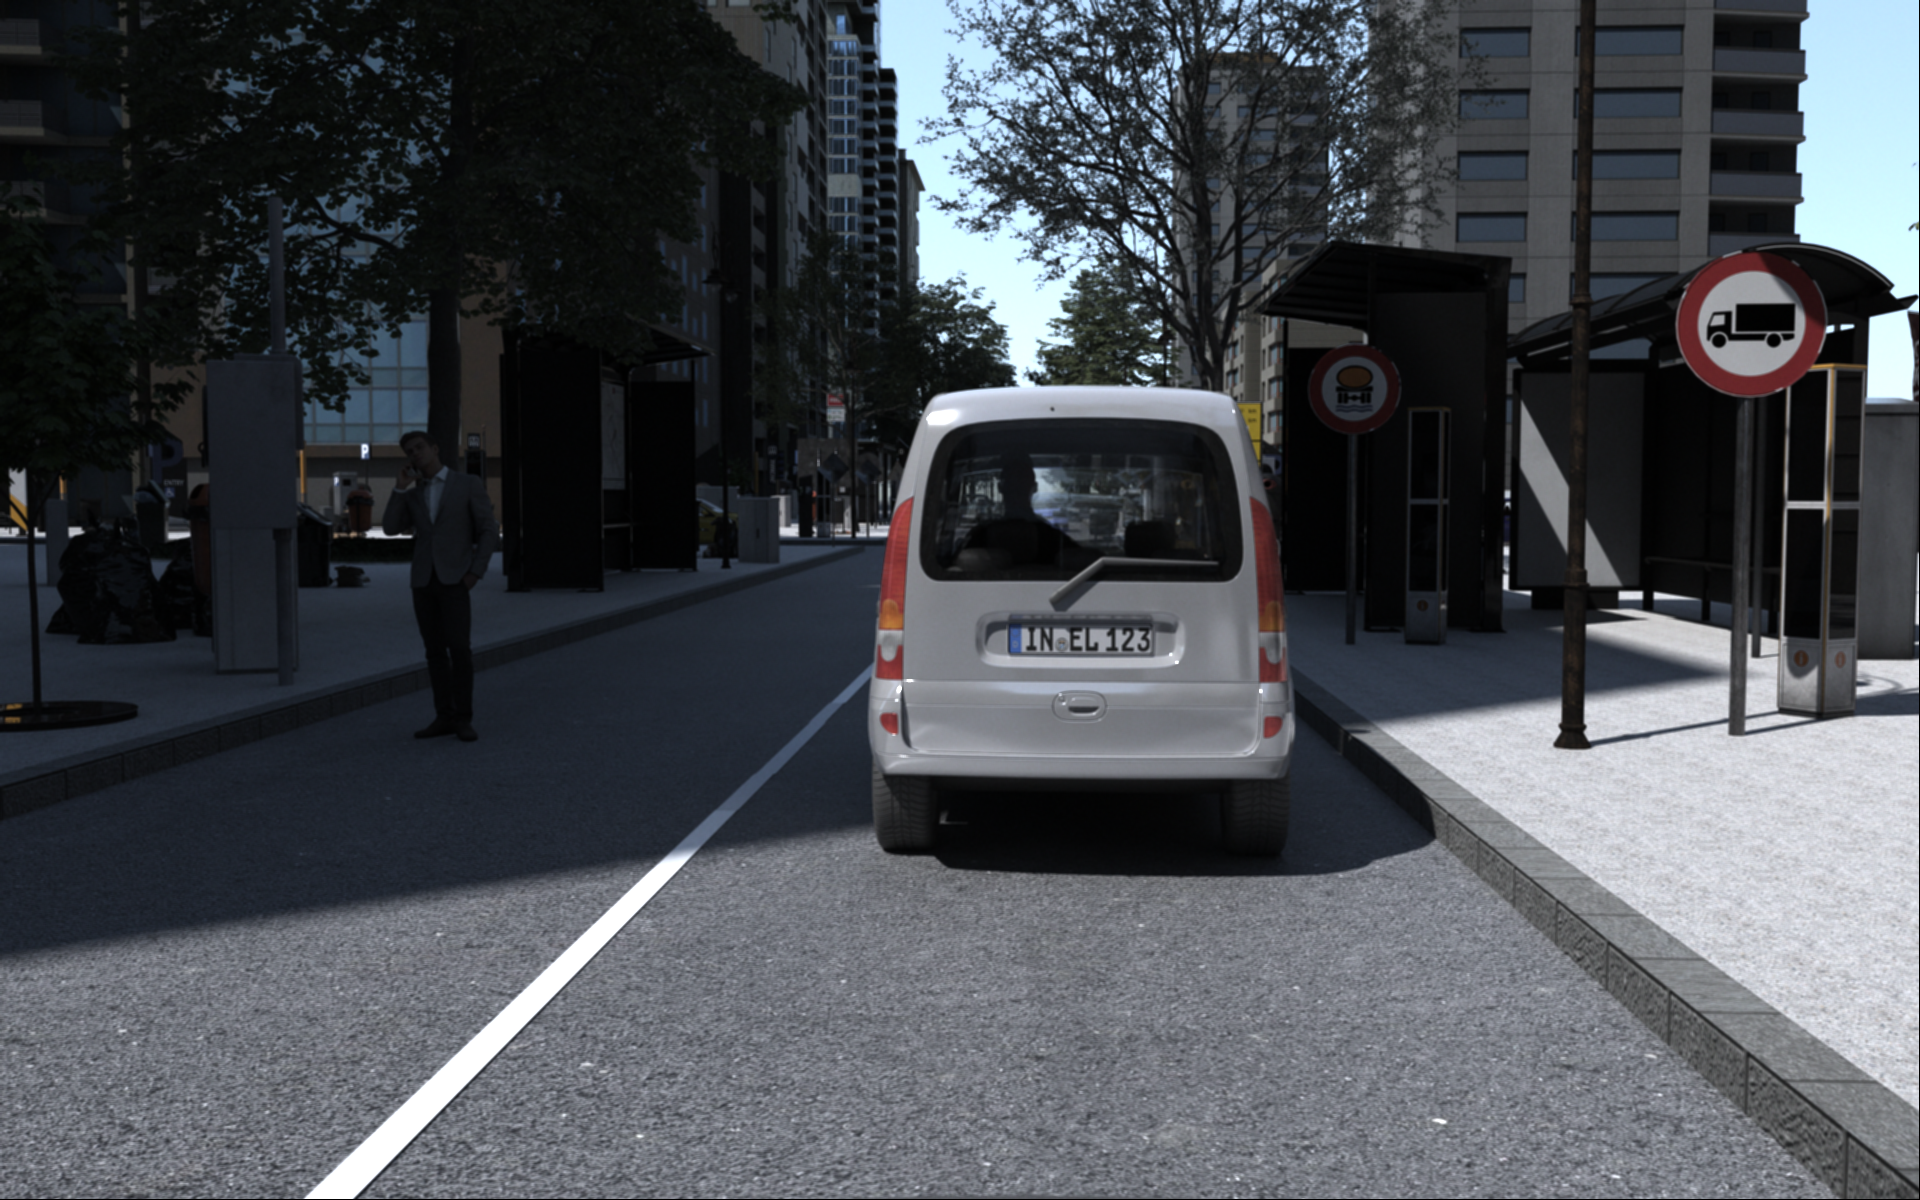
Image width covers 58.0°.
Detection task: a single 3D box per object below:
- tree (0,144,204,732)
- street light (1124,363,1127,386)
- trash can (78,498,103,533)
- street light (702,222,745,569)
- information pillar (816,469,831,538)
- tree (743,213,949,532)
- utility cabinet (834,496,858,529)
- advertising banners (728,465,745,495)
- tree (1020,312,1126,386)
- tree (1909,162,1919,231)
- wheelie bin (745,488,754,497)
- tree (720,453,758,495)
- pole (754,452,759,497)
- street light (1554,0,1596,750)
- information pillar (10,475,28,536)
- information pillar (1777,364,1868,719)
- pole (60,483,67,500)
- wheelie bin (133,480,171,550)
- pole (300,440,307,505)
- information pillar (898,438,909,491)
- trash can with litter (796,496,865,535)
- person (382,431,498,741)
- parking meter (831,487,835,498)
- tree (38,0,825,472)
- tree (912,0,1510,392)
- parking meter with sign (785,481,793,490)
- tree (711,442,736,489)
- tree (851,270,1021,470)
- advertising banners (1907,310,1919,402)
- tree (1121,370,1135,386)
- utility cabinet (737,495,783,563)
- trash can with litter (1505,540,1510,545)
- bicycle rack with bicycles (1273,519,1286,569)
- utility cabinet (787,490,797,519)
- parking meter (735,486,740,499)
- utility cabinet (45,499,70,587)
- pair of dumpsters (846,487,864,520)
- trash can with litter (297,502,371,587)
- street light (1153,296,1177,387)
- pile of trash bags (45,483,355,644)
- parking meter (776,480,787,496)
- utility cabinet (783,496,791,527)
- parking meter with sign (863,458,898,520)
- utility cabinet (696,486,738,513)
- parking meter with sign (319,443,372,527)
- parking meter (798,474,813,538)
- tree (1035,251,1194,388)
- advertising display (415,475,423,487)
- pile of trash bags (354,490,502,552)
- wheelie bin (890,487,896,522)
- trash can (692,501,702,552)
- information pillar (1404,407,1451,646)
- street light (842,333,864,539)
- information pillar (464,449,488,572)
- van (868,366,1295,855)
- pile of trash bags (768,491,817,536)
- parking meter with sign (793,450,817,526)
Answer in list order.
[{"bbox_3d":[-5.151,-0.919,9.621,1.663,3.219,1.824,0,3,0],"label":"tree"},{"bbox_3d":[5.815,-5.399,61.055,0.468,5.910,1.993,0,4,3],"label":"street light"},{"bbox_3d":[-28.933,-2.816,57.691,0.748,1.137,0.748,0,3,0],"label":"trash can"},{"bbox_3d":[-4.041,-3.483,29.738,0.468,5.910,1.993,0,4,3],"label":"street light"},{"bbox_3d":[-3.985,-2.821,50.620,0.304,2.012,0.304,2,4,33],"label":"information pillar"},{"bbox_3d":[-3.868,-7.572,58.210,7.601,10.594,8.767,0,4,1],"label":"tree"},{"bbox_3d":[-4.202,-3.217,63.757,1.020,1.237,0.306,3,5,42],"label":"utility cabinet"},{"bbox_3d":[-13.094,-6.571,103.616,2.074,3.025,0.090,1,4,8],"label":"advertising banners"},{"bbox_3d":[12.048,-19.657,177.288,12.611,20.169,13.585,0,3,0],"label":"tree"},{"bbox_3d":[13.525,-4.258,19.989,4.737,8.622,4.395,0,3,0],"label":"tree"},{"bbox_3d":[-11.547,-5.372,95.737,0.693,1.594,0.980,-1,4,-16],"label":"wheelie bin"},{"bbox_3d":[-10.565,-5.351,82.087,1.663,3.219,1.824,0,3,0],"label":"tree"},{"bbox_3d":[-9.803,-5.473,83.324,0.158,3.312,0.155,0,3,0],"label":"pole"},{"bbox_3d":[3.104,-2.191,8.603,0.468,5.910,1.993,0,4,3],"label":"street light"},{"bbox_3d":[-28.484,-3.733,52.382,0.504,3.616,0.183,0,4,1],"label":"information pillar"},{"bbox_3d":[4.964,-0.336,9.984,0.304,2.012,0.304,-2,4,-28],"label":"information pillar"},{"bbox_3d":[-31.311,-4.075,60.472,0.158,3.312,0.155,0,3,0],"label":"pole"},{"bbox_3d":[-18.166,-1.897,38.932,0.693,1.594,0.980,-1,4,-15],"label":"wheelie bin"},{"bbox_3d":[-24.937,-4.402,65.821,0.158,3.312,0.155,0,3,0],"label":"pole"},{"bbox_3d":[-2.368,-4.972,72.641,0.504,3.616,0.183,1,4,21],"label":"information pillar"},{"bbox_3d":[-4.205,-2.717,55.476,2.233,1.210,1.678,2,4,30],"label":"trash can with litter"},{"bbox_3d":[-3.048,-0.092,10.183,0.592,1.802,0.473,2,4,25],"label":"person"},{"bbox_3d":[-5.585,-4.262,75.397,0.255,1.863,0.399,-2,4,-24],"label":"parking meter"},{"bbox_3d":[-4.831,-6.074,17.437,7.486,12.596,7.792,0,3,0],"label":"tree"},{"bbox_3d":[4.166,-7.227,28.525,12.009,13.543,11.850,0,3,0],"label":"tree"},{"bbox_3d":[-10.617,-6.685,105.555,1.738,3.016,0.543,-3,5,-45],"label":"parking meter with sign"},{"bbox_3d":[-15.447,-7.584,107.717,4.285,4.588,4.351,0,3,0],"label":"tree"},{"bbox_3d":[-1.689,-11.742,98.633,9.857,13.997,8.962,0,3,0],"label":"tree"},{"bbox_3d":[9.857,-1.284,17.187,2.074,3.025,0.090,-3,4,-36],"label":"advertising banners"},{"bbox_3d":[8.708,-9.429,104.527,4.737,8.622,4.395,0,3,0],"label":"tree"},{"bbox_3d":[-3.776,-1.300,32.421,0.306,1.237,1.020,-3,5,-40],"label":"utility cabinet"},{"bbox_3d":[13.338,-1.786,40.596,1.055,1.170,0.624,1,4,16],"label":"trash can with litter"},{"bbox_3d":[5.069,-0.664,24.242,2.925,0.926,2.852,-2,4,-23],"label":"bicycle rack with bicycles"},{"bbox_3d":[-8.904,-4.929,89.275,1.173,1.500,0.318,3,5,44],"label":"utility cabinet"},{"bbox_3d":[-7.371,-2.948,56.618,0.372,1.533,0.369,0,3,0],"label":"parking meter"},{"bbox_3d":[-12.743,-0.814,24.464,0.306,1.237,1.020,-2,4,-28],"label":"utility cabinet"},{"bbox_3d":[-4.417,-4.681,79.027,1.574,2.255,4.437,0,4,3],"label":"pair of dumpsters"},{"bbox_3d":[-8.732,-0.772,24.004,1.055,1.170,0.624,0,4,-2],"label":"trash can with litter"},{"bbox_3d":[4.764,-4.130,40.317,0.468,5.910,1.993,0,4,3],"label":"street light"},{"bbox_3d":[-6.892,-0.346,15.403,1.912,1.369,3.447,-2,4,-35],"label":"pile of trash bags"},{"bbox_3d":[-7.156,-3.905,69.557,0.399,1.863,0.255,-2,4,-32],"label":"parking meter"},{"bbox_3d":[-6.927,-3.413,66.966,0.306,1.237,1.020,-3,4,-38],"label":"utility cabinet"},{"bbox_3d":[-3.862,-5.374,84.118,1.738,3.016,0.543,1,4,9],"label":"parking meter with sign"},{"bbox_3d":[-7.058,-2.545,50.288,1.173,1.500,0.318,-2,4,-27],"label":"utility cabinet"},{"bbox_3d":[-20.939,-3.835,58.957,0.543,3.016,1.738,3,5,40],"label":"parking meter with sign"},{"bbox_3d":[-4.576,-2.786,51.260,0.399,1.863,0.255,-3,5,-43],"label":"parking meter"},{"bbox_3d":[6.980,-10.001,81.643,7.486,12.596,7.792,0,3,0],"label":"tree"},{"bbox_3d":[-17.801,-3.200,57.538,0.123,1.923,0.974,1,4,8],"label":"advertising display"},{"bbox_3d":[-11.921,-1.767,38.636,3.447,1.369,1.912,0,4,-8],"label":"pile of trash bags"},{"bbox_3d":[-2.895,-4.381,79.533,0.980,1.594,0.693,0,4,1],"label":"wheelie bin"},{"bbox_3d":[-5.860,-1.544,36.904,0.748,1.137,0.748,0,3,0],"label":"trash can"},{"bbox_3d":[3.990,-0.630,14.785,0.304,2.012,0.304,2,4,27],"label":"information pillar"},{"bbox_3d":[-3.070,-4.712,49.823,0.468,5.910,1.993,0,4,3],"label":"street light"},{"bbox_3d":[-7.979,-1.472,28.567,0.304,2.012,0.304,0,4,-5],"label":"information pillar"},{"bbox_3d":[0.579,-0.078,8.286,2.013,2.044,4.112,0,4,4],"label":"van"},{"bbox_3d":[-5.952,-2.643,52.972,3.447,1.369,1.912,1,4,9],"label":"pile of trash bags"},{"bbox_3d":[-5.969,-4.482,69.538,0.543,3.016,1.738,1,4,22],"label":"parking meter with sign"}]
